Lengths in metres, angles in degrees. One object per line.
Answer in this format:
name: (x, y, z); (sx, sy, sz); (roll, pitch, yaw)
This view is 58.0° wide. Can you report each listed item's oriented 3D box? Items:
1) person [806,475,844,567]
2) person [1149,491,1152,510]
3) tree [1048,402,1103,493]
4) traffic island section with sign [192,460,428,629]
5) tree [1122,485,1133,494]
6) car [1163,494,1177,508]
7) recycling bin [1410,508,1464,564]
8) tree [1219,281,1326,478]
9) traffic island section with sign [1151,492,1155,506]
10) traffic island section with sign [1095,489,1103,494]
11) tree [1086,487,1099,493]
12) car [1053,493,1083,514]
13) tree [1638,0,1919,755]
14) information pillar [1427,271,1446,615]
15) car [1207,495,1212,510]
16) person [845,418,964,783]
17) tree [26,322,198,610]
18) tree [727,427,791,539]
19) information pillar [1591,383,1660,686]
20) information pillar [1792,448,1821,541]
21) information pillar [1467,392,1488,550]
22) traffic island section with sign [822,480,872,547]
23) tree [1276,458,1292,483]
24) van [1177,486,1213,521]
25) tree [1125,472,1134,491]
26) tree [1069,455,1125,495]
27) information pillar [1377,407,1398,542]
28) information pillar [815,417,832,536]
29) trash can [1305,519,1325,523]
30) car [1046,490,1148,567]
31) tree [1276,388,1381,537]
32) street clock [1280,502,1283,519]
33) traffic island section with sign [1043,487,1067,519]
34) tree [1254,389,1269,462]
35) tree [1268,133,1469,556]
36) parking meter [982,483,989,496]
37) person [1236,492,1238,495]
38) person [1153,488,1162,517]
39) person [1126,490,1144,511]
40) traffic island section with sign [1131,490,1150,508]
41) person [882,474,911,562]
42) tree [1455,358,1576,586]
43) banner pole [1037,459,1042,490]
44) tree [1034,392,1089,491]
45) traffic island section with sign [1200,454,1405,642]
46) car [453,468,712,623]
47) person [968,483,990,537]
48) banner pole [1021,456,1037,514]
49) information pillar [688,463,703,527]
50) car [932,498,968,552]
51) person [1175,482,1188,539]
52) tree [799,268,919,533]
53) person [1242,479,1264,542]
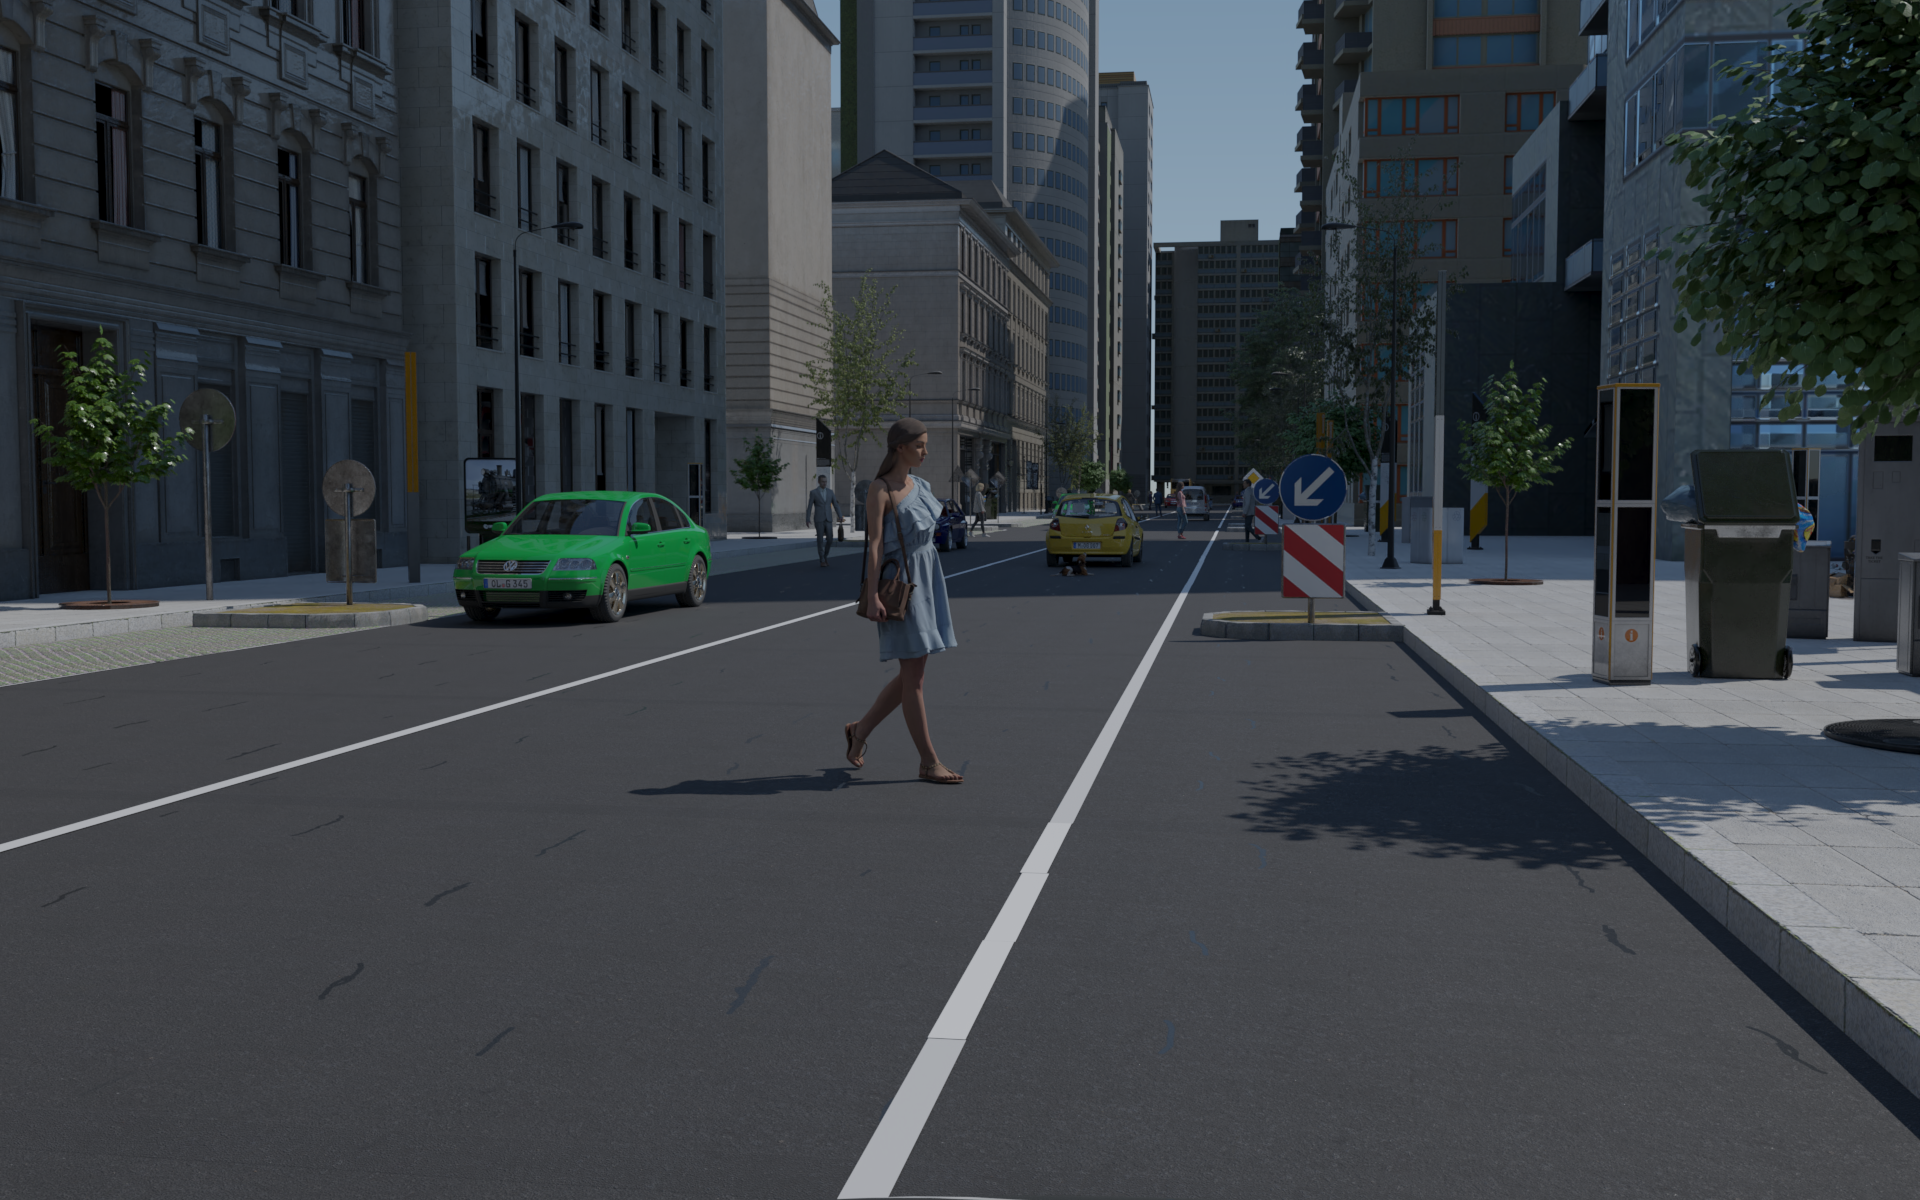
person: (-2.669, -1.560, 34.132); (0.709, 1.813, 0.853); (-2, 4, -27)
person: (17.131, -8.936, 155.527); (0.530, 1.710, 0.541); (2, 4, 33)
tree: (9.206, -11.465, 137.814); (4.737, 8.622, 4.395); (0, 3, 0)
traffic island section with sign: (-7.080, -0.652, 19.293); (1.989, 1.847, 2.006); (1, 4, 9)
tree: (19.730, -12.848, 204.670); (1.663, 3.219, 1.824); (0, 3, 0)
car: (22.102, -10.416, 179.342); (2.155, 1.783, 4.494); (0, 4, 7)
recycling bin: (8.814, -1.190, 32.012); (0.722, 1.027, 0.722); (-1, 4, -15)
tree: (20.605, -12.113, 104.699); (9.857, 13.997, 8.962); (0, 3, 0)
traffic island section with sign: (22.375, -11.909, 203.342); (1.989, 1.847, 2.006); (1, 4, 9)
traffic island section with sign: (10.302, -7.296, 127.925); (1.989, 1.847, 2.006); (1, 4, 9)
tree: (12.158, -10.012, 158.294); (1.663, 3.219, 1.824); (0, 3, 0)
car: (5.332, -4.395, 80.650); (1.959, 1.807, 4.718); (0, 4, 7)
tree: (5.265, -1.530, 8.733); (4.285, 4.588, 4.351); (0, 3, 0)
information pillar: (5.102, -1.658, 18.463); (0.183, 3.616, 0.504); (1, 4, 13)
car: (22.327, -9.025, 159.554); (2.014, 1.417, 4.499); (1, 4, 10)
person: (-0.323, -0.006, 8.699); (0.778, 1.811, 0.616); (3, 4, 37)
tree: (-9.705, -1.520, 19.447); (1.663, 3.219, 1.824); (0, 3, 0)
tree: (-5.815, -3.375, 49.785); (1.663, 3.219, 1.824); (0, 3, 0)
information pillar: (4.485, -0.440, 11.685); (0.304, 2.012, 0.304); (0, 4, -2)
information pillar: (13.553, -1.425, 27.790); (0.304, 2.012, 0.304); (-2, 4, -26)
information pillar: (11.914, -2.960, 39.750); (0.183, 3.616, 0.504); (-2, 4, -26)
traffic island section with sign: (-2.621, -2.358, 47.173); (1.989, 1.847, 2.006); (1, 4, 9)
tree: (17.756, -5.992, 92.574); (1.663, 3.219, 1.824); (0, 3, 0)
van: (12.663, -5.310, 93.826); (2.013, 2.044, 4.112); (1, 4, 10)
tree: (18.148, -13.136, 198.480); (4.285, 4.588, 4.351); (0, 3, 0)
tree: (10.692, -9.885, 145.332); (4.285, 4.588, 4.351); (0, 3, 0)
information pillar: (11.391, -3.347, 46.073); (0.183, 3.616, 0.504); (-3, 4, -37)
information pillar: (-4.170, -3.764, 52.894); (0.504, 3.616, 0.183); (1, 4, 19)
trash can: (11.279, -2.652, 55.018); (0.748, 1.137, 0.748); (0, 3, 0)
car: (2.803, -1.543, 35.458); (2.015, 1.641, 3.980); (1, 4, 10)
tree: (11.271, -4.196, 52.322); (4.285, 4.588, 4.351); (0, 3, 0)
street clock: (16.578, -5.155, 88.857); (0.358, 2.002, 0.471); (3, 5, 43)
traffic island section with sign: (5.918, -5.620, 100.515); (1.989, 1.847, 2.006); (1, 4, 9)
tree: (15.945, -8.061, 82.158); (4.360, 8.622, 3.978); (0, 3, 0)
tree: (8.617, -5.248, 36.167); (4.360, 8.622, 3.978); (0, 3, 0)
parking meter: (1.341, -5.265, 91.786); (0.255, 1.863, 0.399); (2, 4, 35)
person: (35.161, -12.868, 219.443); (0.434, 1.755, 0.990); (1, 4, 12)
person: (12.656, -6.236, 110.633); (0.721, 1.800, 0.419); (0, 4, -2)
person: (14.617, -8.367, 145.514); (1.509, 1.804, 0.699); (2, 4, 26)
traffic island section with sign: (18.120, -10.281, 176.723); (1.989, 1.847, 2.006); (1, 4, 9)
person: (-1.014, -1.401, 31.501); (0.778, 1.811, 0.616); (-1, 4, -15)
tree: (7.950, -1.842, 24.717); (1.663, 3.219, 1.824); (0, 3, 0)
banner pole: (5.454, -8.068, 121.932); (0.863, 3.779, 0.401); (0, 4, 6)
tree: (7.377, -10.636, 124.268); (4.360, 8.622, 3.978); (0, 3, 0)
traffic island section with sign: (3.503, -0.567, 17.897); (1.989, 1.847, 2.006); (1, 4, 9)
car: (-4.422, -0.735, 20.815); (1.959, 1.807, 4.718); (1, 4, 10)
person: (0.627, -3.008, 57.867); (0.728, 1.800, 0.709); (0, 4, -3)
banner pole: (4.410, -7.580, 113.943); (0.863, 3.779, 0.401); (-2, 4, -33)
information pillar: (-6.232, -2.223, 40.840); (0.304, 2.012, 0.304); (0, 4, 4)
car: (-0.881, -1.942, 44.329); (1.945, 1.354, 3.894); (1, 4, 9)
person: (7.038, -2.844, 55.003); (0.388, 1.821, 0.555); (-1, 4, -16)
tree: (-3.495, -6.547, 57.413); (4.737, 8.622, 4.395); (0, 3, 0)
person: (7.876, -2.346, 46.708); (0.795, 1.843, 0.661); (2, 4, 29)
